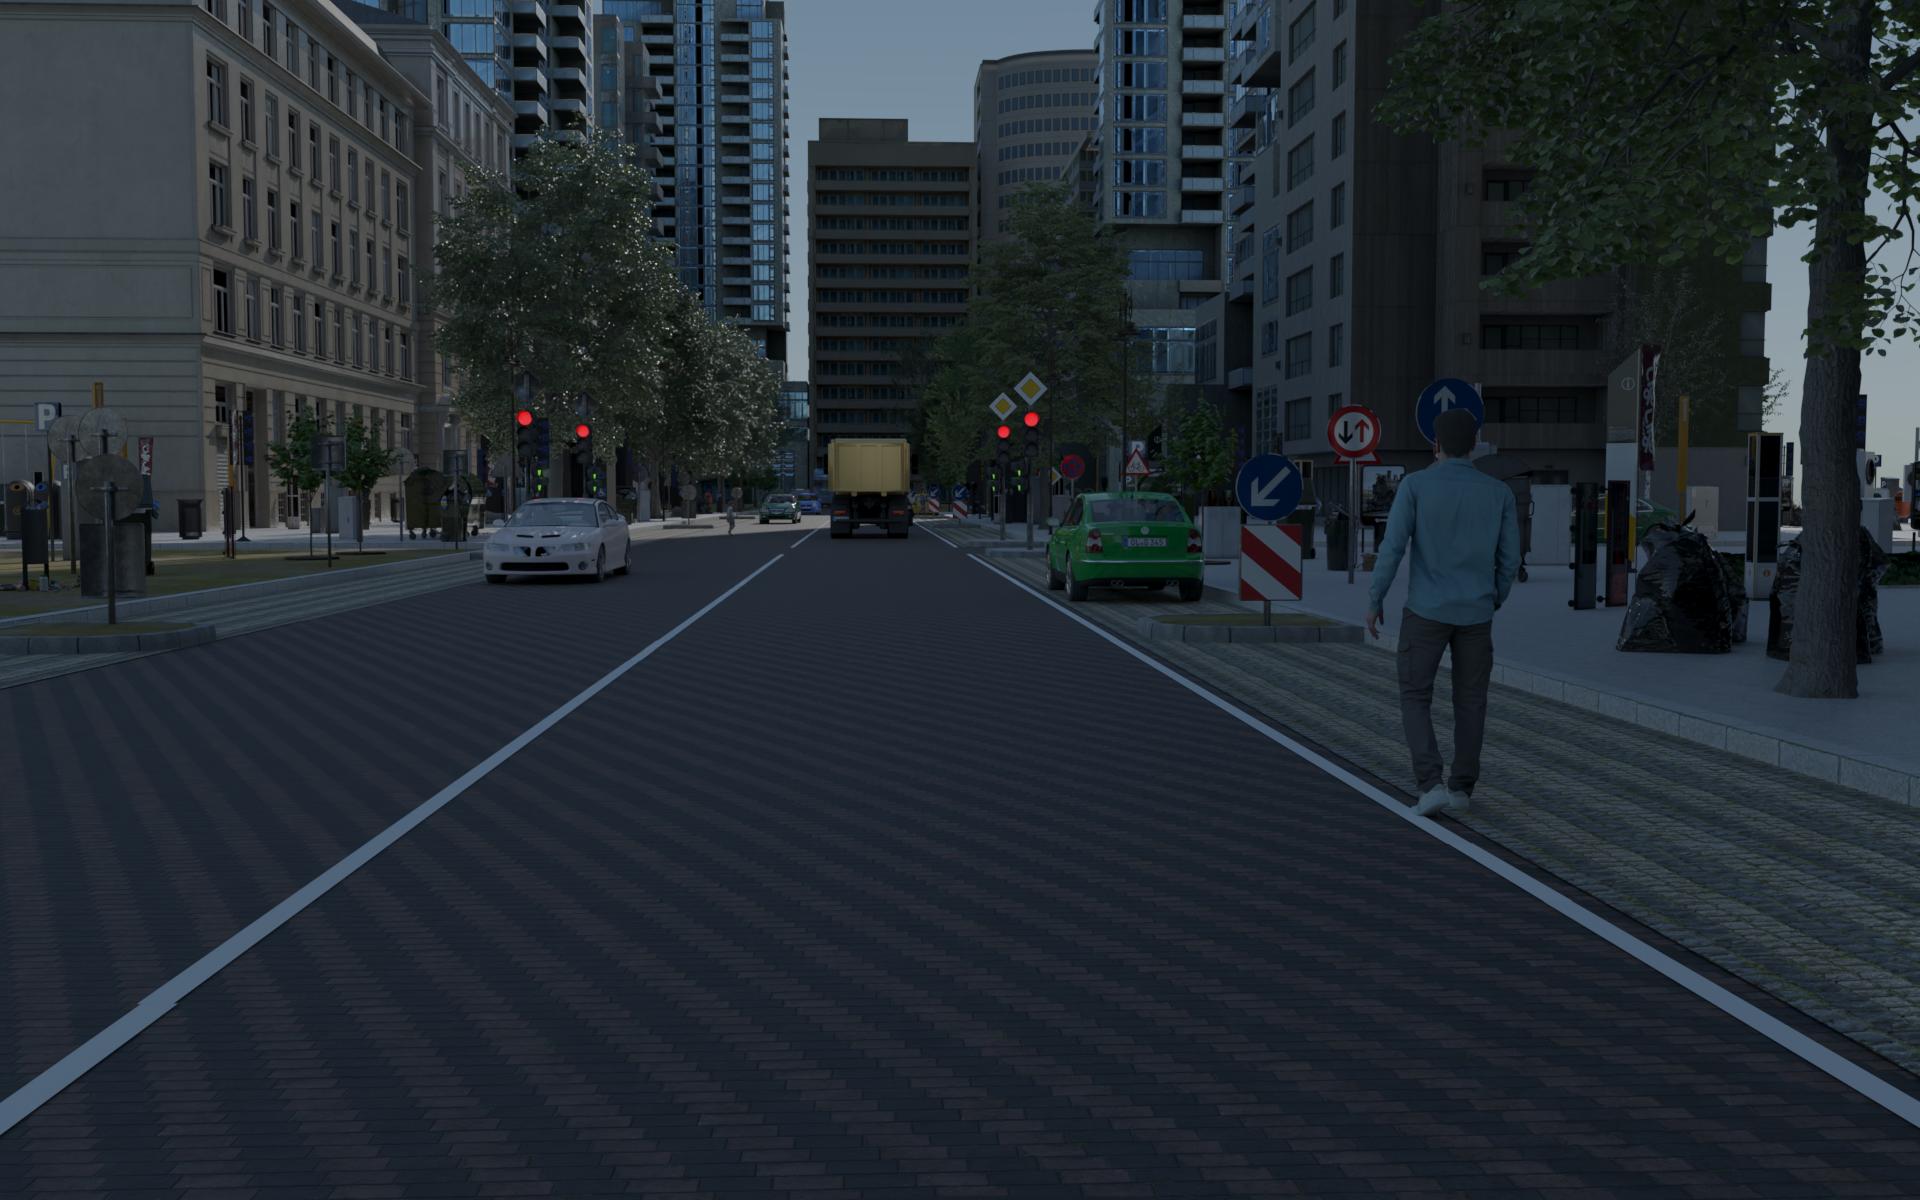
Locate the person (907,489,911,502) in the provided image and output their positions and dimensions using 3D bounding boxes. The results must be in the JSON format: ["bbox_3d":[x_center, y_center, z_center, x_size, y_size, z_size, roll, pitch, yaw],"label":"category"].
[{"bbox_3d":[-3.525,-6.946,122.412,0.624,1.780,0.694,0,4,1],"label":"person"}]

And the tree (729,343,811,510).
[{"bbox_3d":[-17.580,-13.953,138.507,12.009,13.543,11.850,0,3,0],"label":"tree"}]

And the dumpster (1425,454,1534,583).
[{"bbox_3d":[7.660,-1.224,25.774,1.264,1.857,1.865,0,4,-3],"label":"dumpster"}]

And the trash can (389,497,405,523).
[{"bbox_3d":[-25.224,-4.041,77.722,0.748,1.137,0.748,0,3,0],"label":"trash can"}]

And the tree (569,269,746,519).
[{"bbox_3d":[-15.778,-10.501,88.703,9.611,12.733,9.660,0,3,0],"label":"tree"}]

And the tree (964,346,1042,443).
[{"bbox_3d":[2.382,-8.202,84.466,4.360,8.622,3.978,0,3,0],"label":"tree"}]

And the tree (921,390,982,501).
[{"bbox_3d":[-0.263,-10.104,115.560,4.737,8.622,4.395,0,3,0],"label":"tree"}]

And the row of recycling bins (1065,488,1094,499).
[{"bbox_3d":[7.337,-6.681,116.350,3.534,1.692,1.069,1,4,21],"label":"row of recycling bins"}]

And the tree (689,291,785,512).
[{"bbox_3d":[-16.487,-12.156,105.413,9.857,13.997,8.962,0,3,0],"label":"tree"}]

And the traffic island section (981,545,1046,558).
[{"bbox_3d":[1.635,-1.078,39.898,2.009,0.180,2.903,0,4,-3],"label":"traffic island section"}]

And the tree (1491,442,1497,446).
[{"bbox_3d":[16.567,-3.744,55.813,1.663,3.219,1.824,0,3,0],"label":"tree"}]

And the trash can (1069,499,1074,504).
[{"bbox_3d":[3.602,-2.431,51.402,0.748,1.137,0.748,0,3,0],"label":"trash can"}]

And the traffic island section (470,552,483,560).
[{"bbox_3d":[-9.789,-1.040,39.287,2.009,0.180,2.903,0,4,-3],"label":"traffic island section"}]

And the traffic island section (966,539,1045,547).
[{"bbox_3d":[1.204,-1.565,47.872,2.009,0.180,2.903,0,4,-3],"label":"traffic island section"}]

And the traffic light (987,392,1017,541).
[{"bbox_3d":[1.163,-3.598,47.756,0.839,4.253,0.868,0,4,-3],"label":"traffic light"}]

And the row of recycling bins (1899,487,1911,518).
[{"bbox_3d":[50.201,-5.215,92.374,3.534,1.692,1.069,-2,4,-29],"label":"row of recycling bins"}]

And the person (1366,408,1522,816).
[{"bbox_3d":[2.191,0.044,7.795,0.660,1.820,0.620,0,4,-3],"label":"person"}]

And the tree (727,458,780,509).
[{"bbox_3d":[-18.759,-10.148,149.627,4.285,4.588,4.351,0,3,0],"label":"tree"}]

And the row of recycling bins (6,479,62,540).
[{"bbox_3d":[-25.239,-2.542,48.668,3.534,1.692,1.069,1,4,15],"label":"row of recycling bins"}]

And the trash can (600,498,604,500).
[{"bbox_3d":[-13.166,-3.095,62.261,0.748,1.137,0.748,0,3,0],"label":"trash can"}]

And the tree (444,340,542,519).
[{"bbox_3d":[-21.146,-7.906,79.633,4.737,8.622,4.395,0,3,0],"label":"tree"}]

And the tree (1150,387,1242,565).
[{"bbox_3d":[4.305,-2.266,31.655,1.663,3.219,1.824,0,3,0],"label":"tree"}]

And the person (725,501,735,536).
[{"bbox_3d":[-7.839,-2.765,58.728,0.382,1.210,0.505,-2,4,-33],"label":"person"}]

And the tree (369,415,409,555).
[{"bbox_3d":[-12.885,-2.585,36.870,1.663,3.219,1.824,0,3,0],"label":"tree"}]

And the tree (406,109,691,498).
[{"bbox_3d":[-13.901,-9.317,58.996,9.857,13.997,8.962,0,3,0],"label":"tree"}]

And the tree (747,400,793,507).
[{"bbox_3d":[-19.923,-14.737,166.707,9.928,11.665,9.643,0,3,0],"label":"tree"}]

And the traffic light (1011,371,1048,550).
[{"bbox_3d":[1.595,-3.111,39.782,0.839,4.253,0.868,0,4,-3],"label":"traffic light"}]

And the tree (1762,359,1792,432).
[{"bbox_3d":[29.968,-7.197,68.030,4.737,8.622,4.395,0,3,0],"label":"tree"}]

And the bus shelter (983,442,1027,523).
[{"bbox_3d":[2.120,-5.349,78.740,1.731,3.624,6.357,0,4,-3],"label":"bus shelter"}]

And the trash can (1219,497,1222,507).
[{"bbox_3d":[11.983,-4.146,79.438,0.748,1.137,0.748,0,3,0],"label":"trash can"}]

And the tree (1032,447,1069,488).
[{"bbox_3d":[6.293,-8.302,119.455,4.285,4.588,4.351,0,3,0],"label":"tree"}]

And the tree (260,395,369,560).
[{"bbox_3d":[-12.876,-2.405,33.927,1.663,3.219,1.824,0,3,0],"label":"tree"}]

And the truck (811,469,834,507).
[{"bbox_3d":[-14.709,-12.189,189.045,2.967,4.110,18.799,0,4,-5],"label":"truck"}]

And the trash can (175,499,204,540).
[{"bbox_3d":[-21.709,-2.275,48.850,0.748,1.137,0.748,0,3,0],"label":"trash can"}]

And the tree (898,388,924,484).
[{"bbox_3d":[-1.920,-14.949,162.550,7.486,12.596,7.792,0,3,0],"label":"tree"}]

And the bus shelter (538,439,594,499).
[{"bbox_3d":[-16.906,-5.136,75.258,1.731,3.624,6.357,0,4,-3],"label":"bus shelter"}]

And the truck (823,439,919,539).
[{"bbox_3d":[-3.077,-3.877,59.318,3.469,3.379,9.791,0,4,-3],"label":"truck"}]

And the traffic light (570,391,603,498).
[{"bbox_3d":[-10.181,-3.560,47.128,0.839,4.253,0.868,0,4,-3],"label":"traffic light"}]

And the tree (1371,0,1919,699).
[{"bbox_3d":[5.817,-5.678,10.969,7.486,12.596,7.792,0,3,0],"label":"tree"}]

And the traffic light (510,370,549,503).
[{"bbox_3d":[-9.749,-3.072,39.155,0.839,4.253,0.868,0,4,-3],"label":"traffic light"}]

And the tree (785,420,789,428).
[{"bbox_3d":[-16.940,-13.158,121.781,9.857,13.997,8.962,0,3,0],"label":"tree"}]

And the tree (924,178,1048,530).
[{"bbox_3d":[3.400,-8.824,62.399,7.486,12.596,7.792,0,3,0],"label":"tree"}]

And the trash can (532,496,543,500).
[{"bbox_3d":[-28.285,-6.366,115.735,0.748,1.137,0.748,0,3,0],"label":"trash can"}]

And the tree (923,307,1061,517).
[{"bbox_3d":[1.811,-10.365,95.224,9.928,11.665,9.643,0,3,0],"label":"tree"}]

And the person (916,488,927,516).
[{"bbox_3d":[-2.281,-5.823,103.802,0.778,1.811,0.616,0,4,7],"label":"person"}]

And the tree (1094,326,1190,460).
[{"bbox_3d":[7.734,-7.600,74.615,4.737,8.622,4.395,0,3,0],"label":"tree"}]

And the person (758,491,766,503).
[{"bbox_3d":[-22.945,-11.839,202.154,1.350,1.814,0.705,1,4,11],"label":"person"}]

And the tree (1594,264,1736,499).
[{"bbox_3d":[22.103,-6.407,55.123,4.360,8.622,3.978,0,3,0],"label":"tree"}]
